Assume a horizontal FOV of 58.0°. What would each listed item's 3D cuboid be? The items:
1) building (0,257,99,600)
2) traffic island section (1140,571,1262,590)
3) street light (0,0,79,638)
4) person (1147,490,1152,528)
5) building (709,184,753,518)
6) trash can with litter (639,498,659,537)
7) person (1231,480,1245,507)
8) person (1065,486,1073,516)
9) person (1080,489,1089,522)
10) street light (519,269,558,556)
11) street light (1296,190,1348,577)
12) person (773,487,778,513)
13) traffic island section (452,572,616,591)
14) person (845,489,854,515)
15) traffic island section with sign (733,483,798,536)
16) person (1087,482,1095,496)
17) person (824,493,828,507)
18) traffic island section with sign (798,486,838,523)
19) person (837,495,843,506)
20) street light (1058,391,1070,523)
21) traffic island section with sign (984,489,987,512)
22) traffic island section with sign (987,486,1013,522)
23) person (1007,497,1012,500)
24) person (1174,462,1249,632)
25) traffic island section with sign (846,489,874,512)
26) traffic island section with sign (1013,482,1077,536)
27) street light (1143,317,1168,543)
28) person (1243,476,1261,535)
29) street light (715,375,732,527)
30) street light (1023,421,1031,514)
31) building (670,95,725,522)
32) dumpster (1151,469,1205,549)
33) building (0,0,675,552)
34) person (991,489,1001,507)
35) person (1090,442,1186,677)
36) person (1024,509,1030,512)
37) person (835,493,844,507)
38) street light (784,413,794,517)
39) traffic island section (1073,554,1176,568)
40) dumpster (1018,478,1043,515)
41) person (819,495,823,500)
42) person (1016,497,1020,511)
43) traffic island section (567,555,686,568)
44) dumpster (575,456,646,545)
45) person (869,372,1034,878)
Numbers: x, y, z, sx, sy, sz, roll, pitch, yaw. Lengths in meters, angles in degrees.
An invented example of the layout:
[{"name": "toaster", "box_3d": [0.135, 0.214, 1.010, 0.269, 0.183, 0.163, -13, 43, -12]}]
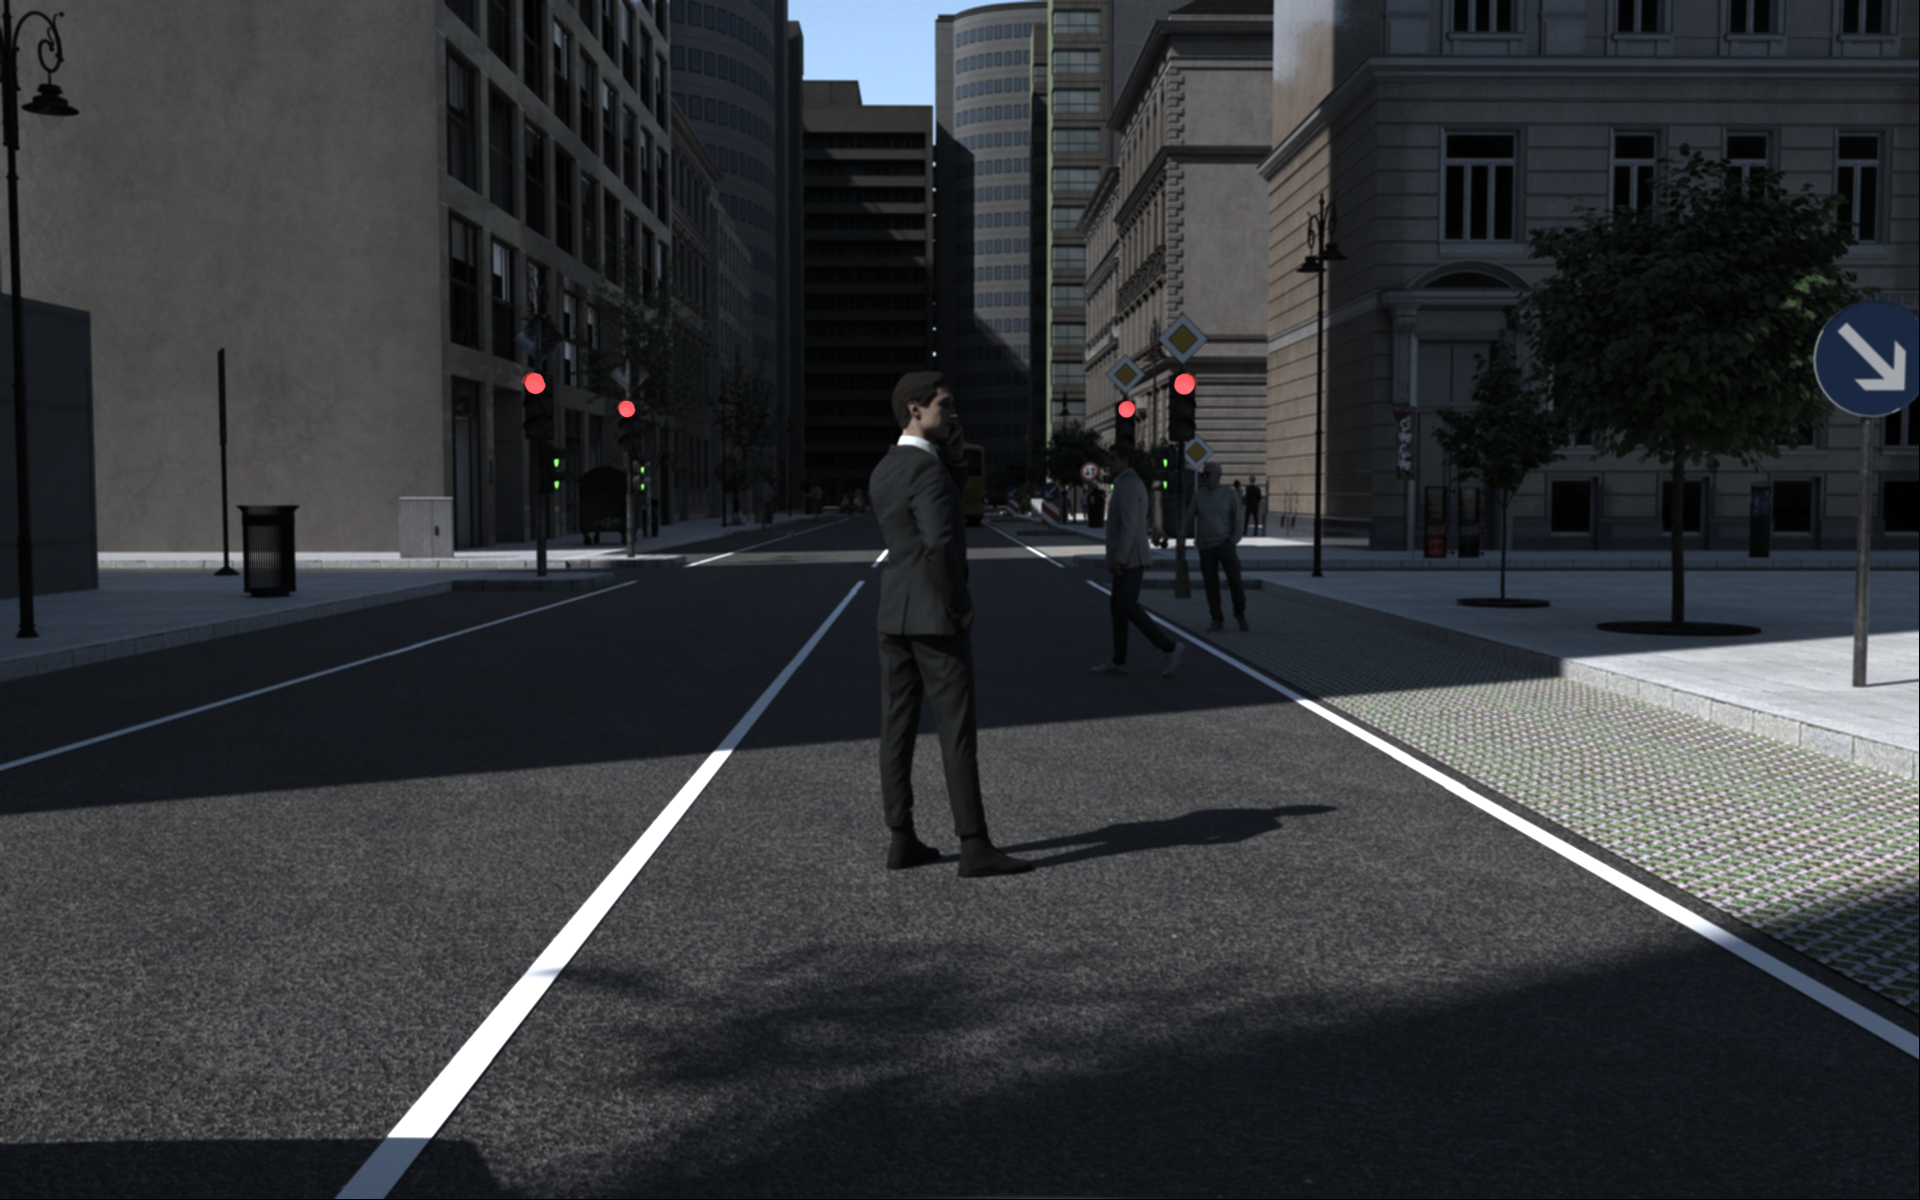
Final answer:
[{"name": "building", "box_3d": [-21.820, -35.028, 10.960, 20.611, 71.187, 20.563, 0, 4, -1]}, {"name": "traffic island section", "box_3d": [3.488, -0.302, 27.218, 2.009, 0.180, 2.903, 0, 4, -1]}, {"name": "street light", "box_3d": [-8.356, -2.603, 15.340, 0.468, 5.910, 1.993, 0, 4, -1]}, {"name": "person", "box_3d": [7.159, -3.613, 65.298, 0.466, 1.800, 0.511, -3, 4, -37]}, {"name": "building", "box_3d": [-18.254, -15.077, 101.260, 10.420, 20.320, 16.860, 0, 4, -1]}, {"name": "trash can with litter", "box_3d": [-9.327, -2.475, 51.855, 0.624, 1.170, 1.055, -1, 4, -13]}, {"name": "person", "box_3d": [9.826, -3.371, 61.519, 0.716, 1.782, 0.532, -3, 5, -44]}, {"name": "person", "box_3d": [6.247, -5.725, 100.051, 0.834, 1.777, 0.661, 2, 4, 32]}, {"name": "person", "box_3d": [5.837, -4.370, 80.086, 0.503, 1.515, 0.523, -1, 4, -12]}, {"name": "street light", "box_3d": [-8.676, -3.853, 35.785, 0.468, 5.910, 1.993, 0, 4, -1]}, {"name": "street light", "box_3d": [5.558, -3.302, 26.772, 0.468, 5.910, 1.993, 0, 4, -1]}, {"name": "person", "box_3d": [-12.473, -6.774, 117.509, 0.721, 1.736, 1.217, -1, 4, -12]}, {"name": "traffic island section", "box_3d": [-6.552, -0.293, 27.066, 2.009, 0.180, 2.903, 0, 4, -1]}, {"name": "person", "box_3d": [-7.403, -6.539, 115.858, 0.568, 1.767, 0.683, 2, 4, 24]}, {"name": "traffic island section with sign", "box_3d": [-6.736, -3.121, 59.655, 1.989, 1.847, 2.006, 0, 4, -1]}, {"name": "person", "box_3d": [5.344, -3.882, 69.782, 0.793, 1.790, 0.793, 1, 4, 20]}, {"name": "person", "box_3d": [-13.768, -10.391, 175.938, 0.705, 1.824, 1.348, -3, 4, -36]}, {"name": "traffic island section with sign", "box_3d": [-7.181, -4.815, 87.358, 1.989, 1.847, 2.006, 0, 4, -1]}, {"name": "person", "box_3d": [-12.901, -10.877, 187.112, 0.991, 1.433, 0.599, 2, 4, 31]}, {"name": "street light", "box_3d": [4.672, -6.404, 77.496, 0.468, 5.910, 1.993, 0, 4, -1]}, {"name": "traffic island section with sign", "box_3d": [1.781, -7.848, 136.944, 1.989, 1.847, 2.006, 0, 4, -1]}, {"name": "traffic island section with sign", "box_3d": [2.539, -4.869, 88.237, 1.989, 1.847, 2.006, 0, 4, -1]}, {"name": "person", "box_3d": [4.980, -9.513, 162.299, 1.217, 1.735, 0.721, 2, 4, 24]}, {"name": "person", "box_3d": [2.584, -0.549, 17.955, 0.782, 1.767, 0.515, 2, 4, 24]}, {"name": "traffic island section with sign", "box_3d": [-7.956, -7.863, 137.182, 1.989, 1.847, 2.006, 0, 4, -1]}, {"name": "traffic island section with sign", "box_3d": [2.977, -3.148, 60.095, 1.989, 1.847, 2.006, 0, 4, -1]}, {"name": "street light", "box_3d": [5.079, -4.432, 45.257, 0.468, 5.910, 1.993, 0, 4, -1]}, {"name": "person", "box_3d": [9.024, -2.935, 53.806, 0.659, 1.850, 0.755, -1, 4, -18]}, {"name": "street light", "box_3d": [-9.152, -5.772, 67.154, 0.468, 5.910, 1.993, 0, 4, -1]}, {"name": "street light", "box_3d": [4.249, -8.356, 109.409, 0.468, 5.910, 1.993, 0, 4, -1]}, {"name": "building", "box_3d": [-18.154, -15.036, 81.990, 11.583, 22.565, 21.152, 0, 4, -1]}, {"name": "dumpster", "box_3d": [5.300, -2.177, 41.359, 1.264, 1.857, 1.865, 0, 4, -1]}, {"name": "building", "box_3d": [-21.214, -15.273, 54.222, 19.350, 26.468, 34.151, 0, 4, -1]}, {"name": "person", "box_3d": [3.423, -9.962, 169.005, 0.705, 1.814, 1.350, 3, 5, 45]}, {"name": "person", "box_3d": [1.411, -0.328, 13.708, 0.795, 1.843, 0.661, 1, 4, 15]}, {"name": "person", "box_3d": [4.716, -7.020, 121.276, 0.568, 1.767, 0.683, 3, 4, 37]}, {"name": "person", "box_3d": [-12.105, -10.269, 174.648, 1.217, 1.736, 0.721, 1, 4, 13]}, {"name": "street light", "box_3d": [-9.689, -7.690, 98.522, 0.468, 5.910, 1.993, 0, 4, -1]}, {"name": "traffic island section", "box_3d": [3.363, -0.790, 35.202, 2.009, 0.180, 2.903, 0, 4, -1]}, {"name": "dumpster", "box_3d": [4.341, -6.408, 107.269, 1.502, 2.255, 1.985, 0, 4, -1]}, {"name": "person", "box_3d": [-13.591, -9.989, 170.172, 0.445, 1.727, 0.742, 0, 4, -3]}, {"name": "person", "box_3d": [4.458, -7.429, 130.738, 0.421, 1.427, 0.697, 1, 4, 18]}, {"name": "traffic island section", "box_3d": [-6.677, -0.781, 35.050, 2.009, 0.180, 2.903, 0, 4, -1]}, {"name": "dumpster", "box_3d": [-8.891, -2.542, 44.049, 1.502, 2.255, 1.985, 0, 4, -1]}, {"name": "person", "box_3d": [-0.075, 0.073, 6.664, 0.474, 1.900, 0.648, -2, 4, -33]}]
